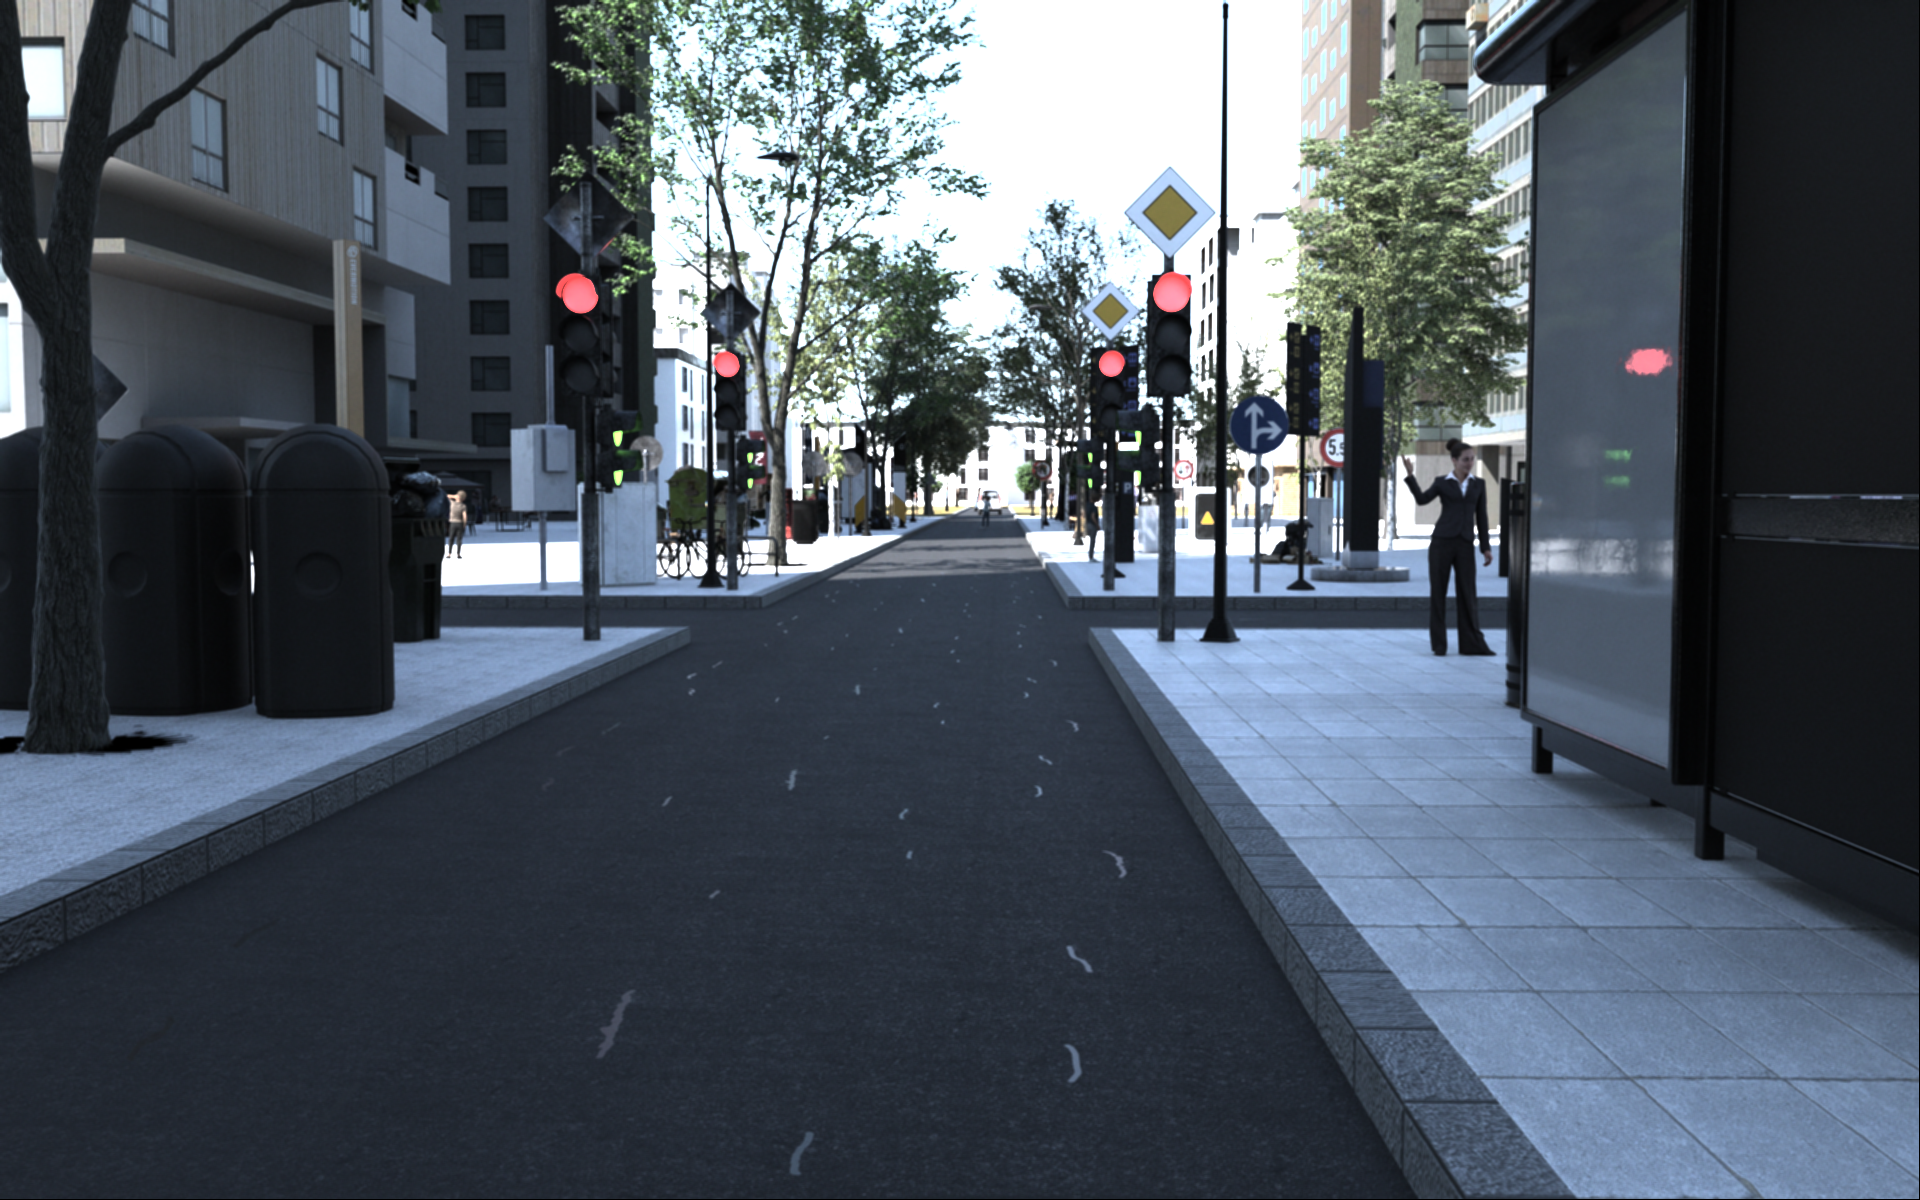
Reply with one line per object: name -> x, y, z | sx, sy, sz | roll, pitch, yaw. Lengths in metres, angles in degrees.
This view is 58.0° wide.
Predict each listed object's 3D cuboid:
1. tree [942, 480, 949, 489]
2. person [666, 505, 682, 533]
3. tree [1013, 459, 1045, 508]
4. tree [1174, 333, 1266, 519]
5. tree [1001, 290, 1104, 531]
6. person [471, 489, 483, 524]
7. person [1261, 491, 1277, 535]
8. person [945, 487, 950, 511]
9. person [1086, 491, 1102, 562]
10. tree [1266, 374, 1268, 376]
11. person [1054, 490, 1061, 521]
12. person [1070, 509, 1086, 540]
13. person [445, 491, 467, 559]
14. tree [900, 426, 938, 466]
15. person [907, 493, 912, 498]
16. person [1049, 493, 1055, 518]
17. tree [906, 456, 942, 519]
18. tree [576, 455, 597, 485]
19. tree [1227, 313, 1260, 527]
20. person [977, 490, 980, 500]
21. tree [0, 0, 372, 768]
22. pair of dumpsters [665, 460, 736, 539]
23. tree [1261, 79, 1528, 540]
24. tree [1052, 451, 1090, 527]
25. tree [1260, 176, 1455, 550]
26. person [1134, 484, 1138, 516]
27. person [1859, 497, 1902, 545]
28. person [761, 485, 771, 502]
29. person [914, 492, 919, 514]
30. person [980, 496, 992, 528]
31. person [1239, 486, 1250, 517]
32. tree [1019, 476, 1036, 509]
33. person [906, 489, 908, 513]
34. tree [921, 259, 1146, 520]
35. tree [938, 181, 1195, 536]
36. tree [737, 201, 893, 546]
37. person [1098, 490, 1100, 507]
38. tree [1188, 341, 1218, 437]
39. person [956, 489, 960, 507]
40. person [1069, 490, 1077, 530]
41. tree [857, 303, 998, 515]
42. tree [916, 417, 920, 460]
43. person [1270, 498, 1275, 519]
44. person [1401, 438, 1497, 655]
tree -> -1.876, -8.009, 125.555 | 1.663, 3.219, 1.824 | 0, 3, 0
person -> -8.779, -2.765, 53.463 | 0.471, 1.553, 0.569 | 3, 5, 40
tree -> 6.900, -11.384, 169.843 | 4.285, 4.588, 4.351 | 0, 3, 0
tree -> 10.704, -7.828, 78.357 | 4.360, 8.622, 3.978 | 0, 3, 0
tree -> 3.625, -6.733, 60.441 | 4.360, 8.622, 3.978 | 0, 3, 0
person -> -20.550, -4.083, 73.621 | 0.431, 1.722, 0.655 | 0, 4, -2
person -> 9.519, -2.890, 54.015 | 0.841, 1.734, 0.376 | 0, 4, -7
person -> -0.946, -7.532, 129.175 | 0.705, 1.826, 1.348 | 0, 4, -6
person -> 2.529, -1.386, 32.619 | 0.340, 1.345, 0.435 | -2, 4, -27
tree -> 13.932, -8.459, 88.665 | 4.360, 8.622, 3.978 | 0, 3, 0
person -> 4.880, -4.551, 83.151 | 0.600, 1.496, 0.574 | 2, 4, 29
person -> 3.345, -2.149, 49.099 | 0.347, 0.859, 0.695 | -1, 4, -20
person -> -9.946, -1.480, 34.148 | 0.435, 1.345, 0.340 | -1, 4, -18
tree -> -1.055, -12.093, 132.128 | 8.767, 10.594, 7.601 | 0, 4, 4
person -> -4.485, -8.059, 137.834 | 1.348, 1.821, 0.705 | -1, 4, -9
person -> 4.962, -5.120, 93.668 | 0.340, 1.345, 0.435 | -3, 4, -37
tree -> -2.266, -5.725, 88.203 | 1.663, 3.219, 1.824 | 0, 3, 0
tree -> -15.829, -4.930, 75.203 | 1.663, 3.219, 1.824 | 0, 3, 0
tree -> 12.346, -6.635, 58.850 | 4.737, 8.622, 4.395 | 0, 3, 0
person -> 1.555, -7.587, 133.070 | 0.721, 1.766, 1.217 | 0, 4, -7
tree -> -4.417, -5.044, 8.230 | 9.928, 11.665, 9.643 | 0, 3, 0
pair of dumpsters -> -7.098, -2.785, 48.023 | 1.574, 2.255, 4.437 | 0, 4, 1
tree -> 12.092, -7.916, 47.555 | 7.486, 12.596, 7.792 | 0, 3, 0
tree -> 4.626, -4.452, 67.396 | 1.663, 3.219, 1.824 | 0, 3, 0
tree -> 9.655, -5.459, 39.619 | 4.737, 8.622, 4.395 | 0, 3, 0
person -> 10.257, -5.748, 99.886 | 0.599, 1.838, 0.709 | 0, 4, 7
person -> 7.437, -0.440, 14.173 | 0.756, 1.711, 0.436 | -2, 4, -35
person -> -12.976, -6.859, 117.819 | 1.348, 1.869, 0.705 | -2, 4, -30
person -> -2.912, -6.487, 113.571 | 0.415, 1.643, 0.593 | -2, 4, -25
person -> 1.065, -3.673, 72.460 | 0.435, 1.345, 0.340 | -2, 4, -35
person -> 15.727, -5.413, 95.275 | 0.841, 1.734, 0.376 | 1, 4, 21
tree -> 6.190, -9.676, 152.811 | 1.663, 3.219, 1.824 | 0, 3, 0
person -> -3.818, -6.823, 118.421 | 0.721, 1.723, 1.217 | 0, 4, 0
tree -> 5.187, -10.829, 87.422 | 12.009, 13.543, 11.850 | 0, 3, 0
tree -> 3.442, -7.215, 52.384 | 7.601, 10.594, 8.767 | 0, 4, -4
tree -> -3.386, -5.645, 42.653 | 4.737, 8.622, 4.395 | 0, 3, 0
person -> 13.669, -9.938, 169.355 | 0.721, 1.723, 1.217 | 1, 4, 8
tree -> 11.115, -7.217, 68.357 | 4.737, 8.622, 4.395 | 0, 3, 0
person -> -0.294, -9.912, 168.622 | 0.721, 1.766, 1.217 | 1, 4, 9
person -> 4.013, -3.207, 61.704 | 0.421, 1.427, 0.697 | 0, 4, 3
tree -> -1.945, -12.242, 106.814 | 9.857, 13.997, 8.962 | 0, 3, 0
tree -> -0.424, -16.058, 172.916 | 12.009, 13.543, 11.850 | 0, 3, 0
person -> 14.935, -4.629, 83.931 | 0.569, 1.553, 0.471 | 1, 4, 21
person -> 3.846, -0.417, 13.665 | 0.742, 1.727, 0.445 | -2, 4, -31
